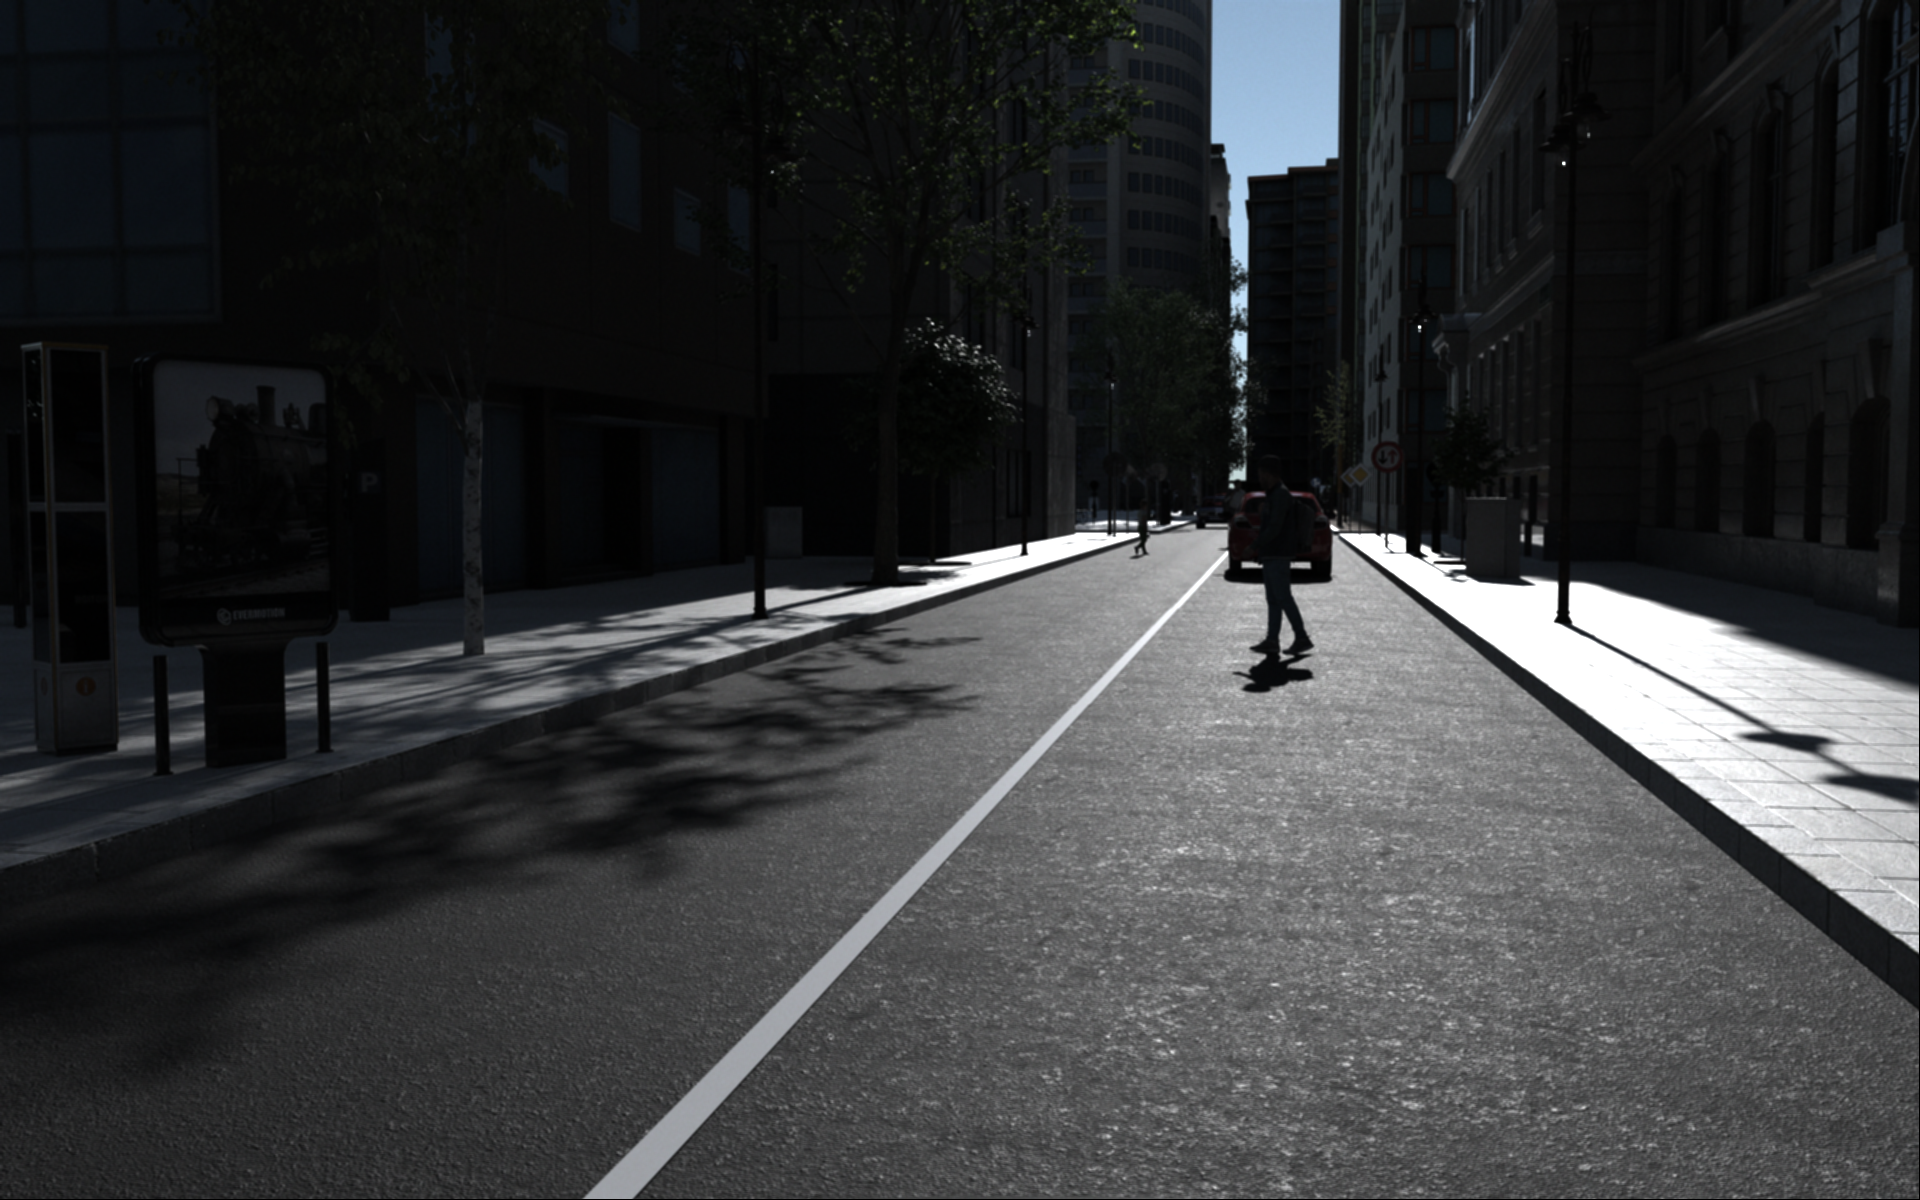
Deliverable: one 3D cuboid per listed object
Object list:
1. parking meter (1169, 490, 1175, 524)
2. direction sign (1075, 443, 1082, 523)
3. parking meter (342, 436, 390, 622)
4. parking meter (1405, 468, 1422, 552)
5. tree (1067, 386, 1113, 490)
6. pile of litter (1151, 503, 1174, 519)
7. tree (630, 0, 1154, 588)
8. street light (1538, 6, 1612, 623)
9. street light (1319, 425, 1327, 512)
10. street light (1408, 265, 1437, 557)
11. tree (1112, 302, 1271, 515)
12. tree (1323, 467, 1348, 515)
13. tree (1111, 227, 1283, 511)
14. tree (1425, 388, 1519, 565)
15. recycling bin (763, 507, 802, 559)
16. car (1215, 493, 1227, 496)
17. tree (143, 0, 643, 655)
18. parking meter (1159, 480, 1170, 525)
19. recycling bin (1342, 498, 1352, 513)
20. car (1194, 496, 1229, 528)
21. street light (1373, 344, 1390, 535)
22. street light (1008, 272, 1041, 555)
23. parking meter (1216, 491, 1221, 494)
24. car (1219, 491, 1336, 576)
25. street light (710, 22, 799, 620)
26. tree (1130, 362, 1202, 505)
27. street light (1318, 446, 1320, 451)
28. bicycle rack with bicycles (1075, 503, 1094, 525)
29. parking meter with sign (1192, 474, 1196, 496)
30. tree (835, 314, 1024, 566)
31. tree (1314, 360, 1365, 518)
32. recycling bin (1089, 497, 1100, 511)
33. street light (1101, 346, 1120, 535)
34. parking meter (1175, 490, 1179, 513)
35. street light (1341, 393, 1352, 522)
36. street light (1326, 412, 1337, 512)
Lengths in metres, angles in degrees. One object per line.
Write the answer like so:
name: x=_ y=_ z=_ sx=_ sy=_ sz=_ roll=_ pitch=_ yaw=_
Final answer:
parking meter: x=8.817 y=-4.005 z=73.893 sx=0.372 sy=1.533 sz=0.369 roll=0 pitch=3 yaw=0
direction sign: x=5.200 y=-5.246 z=77.777 sx=0.379 sy=3.537 sz=0.876 roll=-2 pitch=4 yaw=-30
parking meter: x=-5.988 y=-0.718 z=17.454 sx=0.399 sy=1.863 sz=0.255 roll=-2 pitch=4 yaw=-31
parking meter: x=10.061 y=-1.999 z=38.389 sx=0.255 sy=1.863 sz=0.399 roll=2 pitch=4 yaw=31
tree: x=7.706 y=-10.062 z=114.882 sx=4.360 sy=8.622 sz=3.978 roll=0 pitch=3 yaw=0
pile of litter: x=10.157 y=-4.529 z=88.009 sx=1.176 sy=0.858 sz=1.719 roll=-3 pitch=4 yaw=-39
tree: x=-0.910 y=-6.003 z=23.901 sx=9.928 sy=11.665 sz=9.643 roll=0 pitch=3 yaw=0
street light: x=6.008 y=-2.709 z=17.077 sx=0.468 sy=5.910 sz=1.993 roll=1 pitch=4 yaw=11
street light: x=24.541 y=-8.762 z=116.051 sx=0.468 sy=5.910 sz=1.993 roll=1 pitch=4 yaw=11
street light: x=9.344 y=-3.814 z=35.154 sx=0.468 sy=5.910 sz=1.993 roll=1 pitch=4 yaw=11
tree: x=13.720 y=-11.418 z=103.698 sx=9.611 sy=12.733 sz=9.660 roll=0 pitch=3 yaw=0
tree: x=23.502 y=-6.866 z=106.861 sx=1.663 sy=3.219 sz=1.824 roll=0 pitch=3 yaw=0
tree: x=16.963 y=-16.505 z=125.751 sx=12.611 sy=20.169 sz=13.585 roll=0 pitch=3 yaw=0
tree: x=9.331 y=-2.264 z=31.626 sx=1.663 sy=3.219 sz=1.824 roll=0 pitch=3 yaw=0
recycling bin: x=-3.542 y=-1.337 z=34.412 sx=0.722 sy=1.027 sz=0.722 roll=-1 pitch=4 yaw=-15
car: x=13.865 y=-4.930 z=89.641 sx=2.155 sy=1.783 sz=4.494 roll=1 pitch=4 yaw=11
tree: x=-4.074 y=-3.875 z=13.722 sx=4.737 sy=8.622 sz=4.395 roll=0 pitch=3 yaw=0
parking meter: x=8.539 y=-4.074 z=72.314 sx=0.399 sy=1.863 sz=0.255 roll=-1 pitch=4 yaw=-17
recycling bin: x=25.706 y=-6.305 z=115.648 sx=0.722 sy=1.027 sz=0.722 roll=0 pitch=4 yaw=-2
car: x=10.944 y=-3.721 z=73.419 sx=1.945 sy=1.354 sz=3.894 roll=1 pitch=4 yaw=11
street light: x=12.984 y=-4.940 z=53.564 sx=0.468 sy=5.910 sz=1.993 roll=1 pitch=4 yaw=11
street light: x=1.351 y=-3.875 z=36.143 sx=0.468 sy=5.910 sz=1.993 roll=1 pitch=4 yaw=11
parking meter: x=19.915 y=-7.658 z=133.625 sx=0.372 sy=1.533 sz=0.369 roll=0 pitch=3 yaw=0
car: x=5.828 y=-1.389 z=31.749 sx=2.155 sy=1.783 sz=4.494 roll=1 pitch=4 yaw=9
street light: x=-2.053 y=-2.741 z=17.602 sx=0.468 sy=5.910 sz=1.993 roll=1 pitch=4 yaw=11
tree: x=11.429 y=-8.835 z=94.816 sx=4.737 sy=8.622 sz=4.395 roll=0 pitch=3 yaw=0
street light: x=28.019 y=-9.908 z=134.775 sx=0.468 sy=5.910 sz=1.993 roll=1 pitch=4 yaw=11
bicycle rack with bicycles: x=4.237 y=-3.610 z=72.413 sx=2.852 sy=0.926 sz=2.925 roll=2 pitch=4 yaw=30
parking meter with sign: x=18.551 y=-8.551 z=136.077 sx=0.543 sy=3.016 sz=1.738 roll=1 pitch=4 yaw=14
tree: x=-0.424 y=-2.914 z=31.366 sx=4.285 sy=4.588 sz=4.351 roll=0 pitch=3 yaw=0
tree: x=21.400 y=-8.797 z=94.199 sx=4.360 sy=8.622 sz=3.978 roll=0 pitch=3 yaw=0
recycling bin: x=10.266 y=-7.325 z=132.315 sx=0.722 sy=1.027 sz=0.722 roll=1 pitch=4 yaw=19
street light: x=4.690 y=-4.971 z=54.068 sx=0.468 sy=5.910 sz=1.993 roll=1 pitch=4 yaw=11
parking meter: x=14.814 y=-6.759 z=118.916 sx=0.372 sy=1.533 sz=0.369 roll=0 pitch=3 yaw=0
street light: x=17.746 y=-6.535 z=79.639 sx=0.468 sy=5.910 sz=1.993 roll=1 pitch=4 yaw=11
street light: x=21.171 y=-7.666 z=98.132 sx=0.468 sy=5.910 sz=1.993 roll=1 pitch=4 yaw=11
